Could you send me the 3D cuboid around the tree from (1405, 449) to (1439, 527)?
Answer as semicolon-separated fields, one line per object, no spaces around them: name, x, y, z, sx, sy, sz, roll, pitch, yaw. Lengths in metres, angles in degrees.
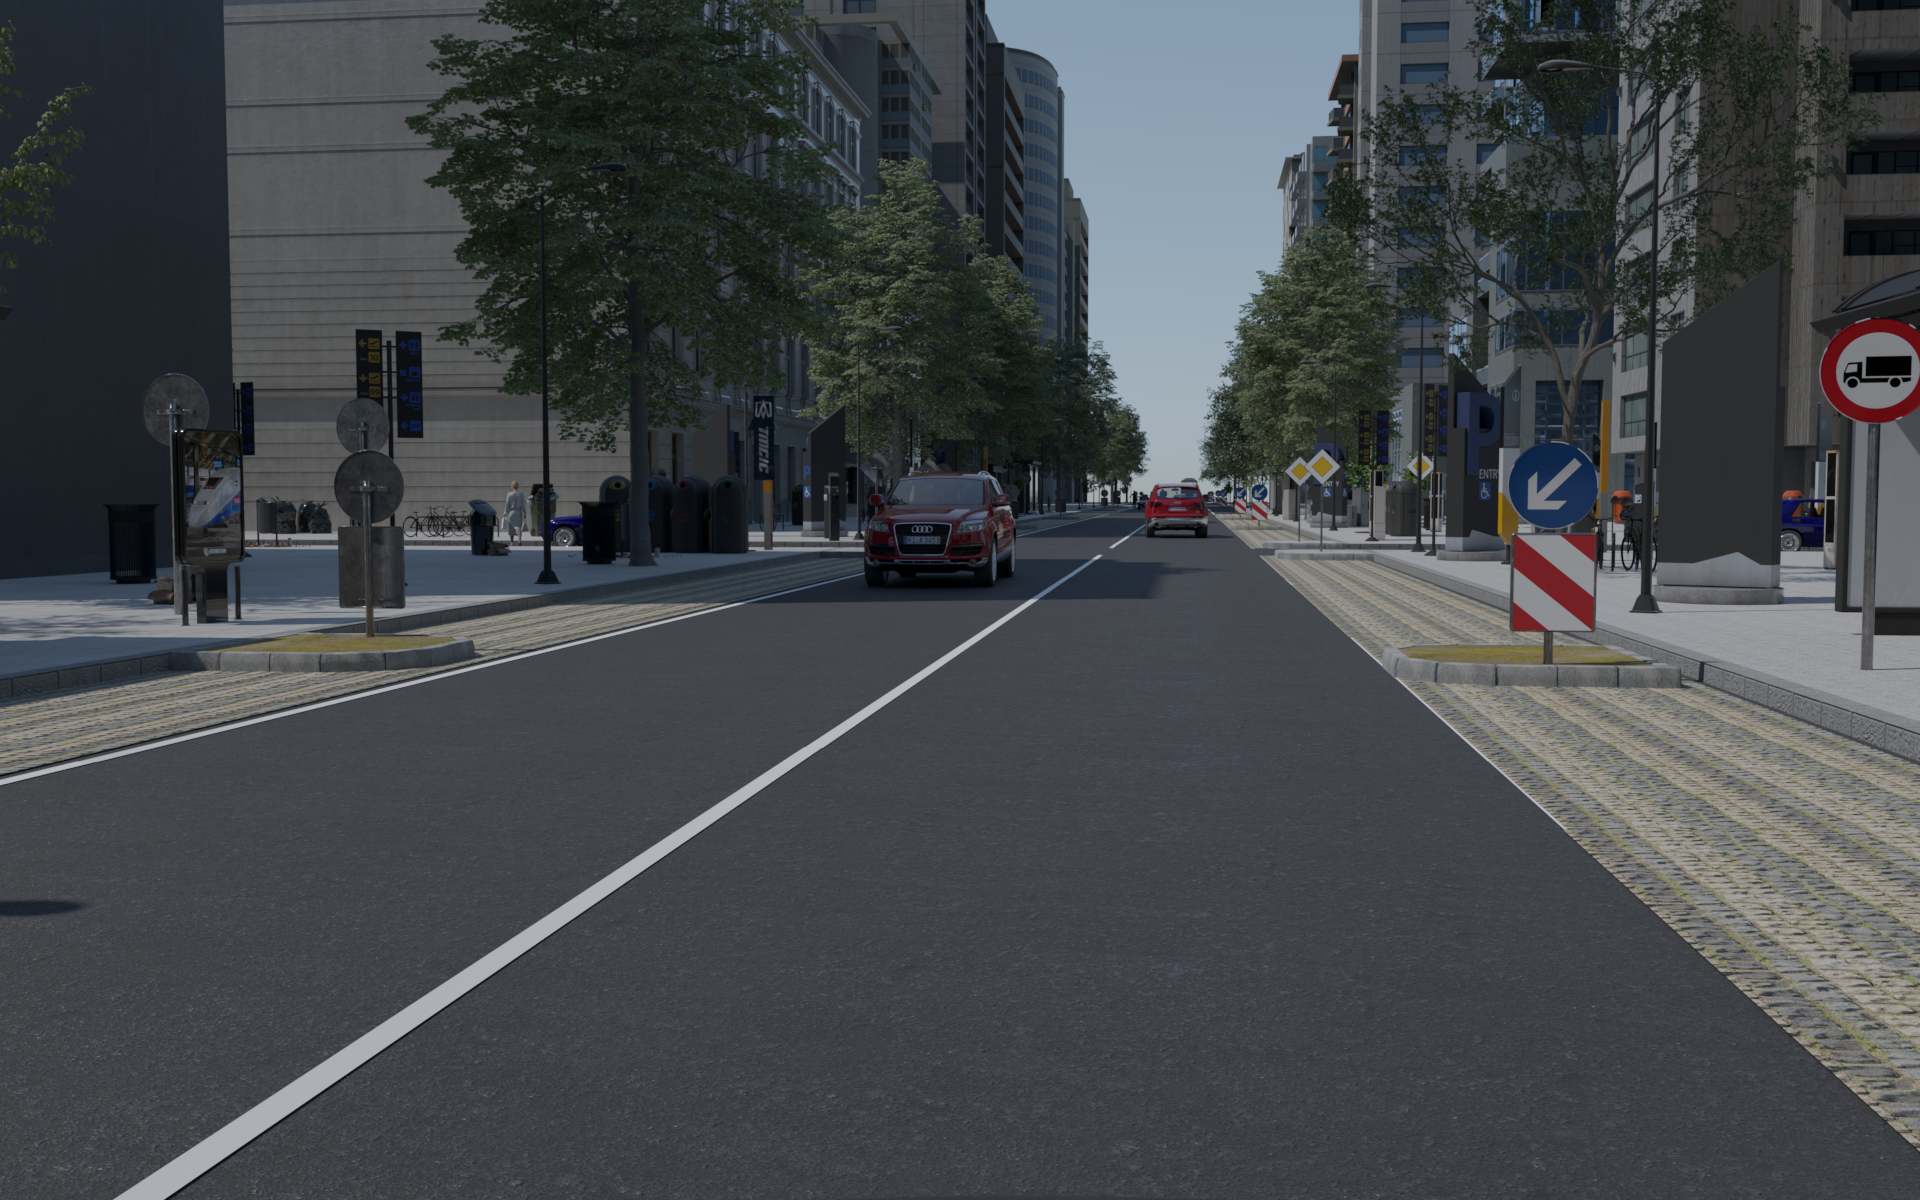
tree;17.836;-4.446;67.294;1.663;3.219;1.824;0;3;0

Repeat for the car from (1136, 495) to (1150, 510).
car;17.195;-8.957;159.025;1.945;1.354;3.894;0;4;7

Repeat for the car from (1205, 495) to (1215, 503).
car;38.875;-15.922;270.110;2.009;1.686;4.222;0;4;7

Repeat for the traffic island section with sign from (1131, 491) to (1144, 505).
traffic island section with sign;23.269;-13.467;228.810;1.989;1.847;2.006;0;4;8

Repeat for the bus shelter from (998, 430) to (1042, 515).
bus shelter;3.613;-7.953;107.662;2.179;5.291;8.768;0;4;7

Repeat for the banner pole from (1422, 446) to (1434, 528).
banner pole;17.659;-4.581;64.917;0.401;3.779;0.863;-1;4;-13

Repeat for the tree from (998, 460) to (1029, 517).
tree;3.029;-6.293;97.488;1.663;3.219;1.824;0;3;0

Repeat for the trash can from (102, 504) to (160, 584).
trash can;-11.875;-0.807;24.852;0.748;1.137;0.748;0;3;0

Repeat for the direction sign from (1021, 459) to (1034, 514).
direction sign;4.362;-7.364;112.404;0.876;3.537;0.379;-1;4;-19

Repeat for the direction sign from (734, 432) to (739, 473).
direction sign;-8.364;-4.360;63.288;0.876;3.537;0.379;3;5;41

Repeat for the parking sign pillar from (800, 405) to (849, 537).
parking sign pillar;-4.065;-3.879;51.890;1.447;3.967;1.447;-3;5;-41

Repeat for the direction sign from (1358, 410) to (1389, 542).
direction sign;11.181;-3.358;46.896;0.876;3.537;0.379;-1;4;-12

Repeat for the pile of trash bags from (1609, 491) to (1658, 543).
pile of trash bags;18.456;-2.231;46.226;1.912;1.369;3.447;-1;4;-13

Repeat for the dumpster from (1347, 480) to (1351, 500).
dumpster;17.206;-4.737;79.950;1.502;2.255;1.985;0;4;8

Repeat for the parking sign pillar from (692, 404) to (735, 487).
parking sign pillar;-7.460;-3.917;52.518;1.447;3.967;1.447;2;4;28

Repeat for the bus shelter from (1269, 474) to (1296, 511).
bus shelter;21.878;-7.558;117.497;2.014;3.302;5.546;0;4;8

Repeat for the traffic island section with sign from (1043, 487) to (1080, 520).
traffic island section with sign;5.697;-5.410;97.085;1.989;1.847;2.006;0;4;8

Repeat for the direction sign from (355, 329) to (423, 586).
direction sign;-7.897;-1.960;24.049;0.876;3.537;0.379;-2;4;-28

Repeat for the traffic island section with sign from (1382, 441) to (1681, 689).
traffic island section with sign;4.426;-0.312;13.733;1.989;1.847;2.006;0;4;8

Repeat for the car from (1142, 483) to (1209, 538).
car;7.262;-3.038;58.339;2.281;1.827;5.304;0;4;6

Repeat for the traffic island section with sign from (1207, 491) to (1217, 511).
traffic island section with sign;21.991;-8.363;145.358;1.989;1.847;2.006;0;4;8

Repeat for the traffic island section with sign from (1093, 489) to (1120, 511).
traffic island section with sign;12.290;-8.431;146.474;1.989;1.847;2.006;0;4;8

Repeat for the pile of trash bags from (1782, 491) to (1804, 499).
pile of trash bags;23.204;-2.252;46.566;3.447;1.369;1.912;-2;4;-34

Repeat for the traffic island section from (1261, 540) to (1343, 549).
traffic island section;9.117;-1.479;46.466;2.009;0.180;2.903;0;4;8

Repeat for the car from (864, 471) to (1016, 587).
car;-0.249;-1.216;28.553;2.281;1.827;5.304;0;4;7

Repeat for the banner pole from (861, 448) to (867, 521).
banner pole;-4.559;-5.661;82.580;0.401;3.779;0.863;1;4;14

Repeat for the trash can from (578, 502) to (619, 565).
trash can;-6.611;-1.227;31.722;0.748;1.137;0.748;0;3;0

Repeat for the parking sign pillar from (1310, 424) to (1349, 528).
parking sign pillar;14.078;-4.735;65.896;1.447;3.967;1.447;3;5;43

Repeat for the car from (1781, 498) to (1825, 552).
car;20.731;-1.738;41.003;3.894;1.354;1.945;1;4;8

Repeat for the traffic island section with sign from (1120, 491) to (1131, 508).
traffic island section with sign;15.853;-10.065;173.193;1.989;1.847;2.006;0;4;8

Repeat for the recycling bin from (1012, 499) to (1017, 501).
recycling bin;2.704;-5.072;95.482;0.722;1.027;0.722;-1;4;-13

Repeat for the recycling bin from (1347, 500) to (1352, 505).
recycling bin;17.425;-3.865;75.755;0.722;1.027;0.722;-1;4;-17

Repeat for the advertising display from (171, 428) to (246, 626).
advertising display;-7.461;-0.735;17.235;0.123;1.923;0.974;1;4;11

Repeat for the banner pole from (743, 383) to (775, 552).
banner pole;-4.544;-2.981;38.751;0.863;3.779;0.401;0;4;-2

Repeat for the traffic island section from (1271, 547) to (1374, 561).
traffic island section;8.061;-0.995;38.551;2.009;0.180;2.903;0;4;8

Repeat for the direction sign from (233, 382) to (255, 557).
direction sign;-14.633;-2.642;35.191;0.876;3.537;0.379;2;4;28

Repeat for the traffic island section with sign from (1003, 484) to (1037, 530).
traffic island section with sign;2.097;-3.763;70.148;1.989;1.847;2.006;0;4;8

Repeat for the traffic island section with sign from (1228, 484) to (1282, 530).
traffic island section with sign;11.827;-3.705;69.209;1.989;1.847;2.006;0;4;8

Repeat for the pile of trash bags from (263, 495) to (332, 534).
pile of trash bags;-22.179;-2.830;56.028;3.447;1.369;1.912;-2;4;-26

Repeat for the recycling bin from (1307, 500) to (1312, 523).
recycling bin;15.757;-3.905;76.395;0.722;1.027;0.722;2;4;34

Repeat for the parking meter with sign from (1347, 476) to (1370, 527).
parking meter with sign;15.691;-4.379;67.863;0.543;3.016;1.738;3;5;42

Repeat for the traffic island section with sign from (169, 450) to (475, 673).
traffic island section with sign;-5.289;-0.377;14.786;1.989;1.847;2.006;0;4;8

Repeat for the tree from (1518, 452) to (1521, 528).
tree;20.948;-4.367;66.000;1.663;3.219;1.824;0;3;0

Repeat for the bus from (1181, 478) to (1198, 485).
bus;35.050;-16.703;264.638;2.896;3.916;12.252;0;4;8

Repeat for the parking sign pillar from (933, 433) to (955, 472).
parking sign pillar;-0.599;-5.248;74.272;1.447;3.967;1.447;1;4;21

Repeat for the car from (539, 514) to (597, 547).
car;-8.893;-1.996;45.212;3.894;1.354;1.945;0;4;7

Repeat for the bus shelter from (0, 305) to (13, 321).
bus shelter;-9.405;-1.117;12.188;2.014;3.302;5.546;0;4;7

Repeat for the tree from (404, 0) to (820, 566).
tree;-5.620;-6.853;30.167;7.486;12.596;7.792;0;3;0

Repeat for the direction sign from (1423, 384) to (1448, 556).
direction sign;9.837;-2.684;35.878;0.876;3.537;0.379;-3;5;-44

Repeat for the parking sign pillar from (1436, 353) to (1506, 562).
parking sign pillar;9.987;-2.752;33.471;1.447;3.967;1.447;-3;4;-36

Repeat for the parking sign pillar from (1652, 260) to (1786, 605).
parking sign pillar;9.044;-1.963;20.571;1.447;3.967;1.447;3;4;39

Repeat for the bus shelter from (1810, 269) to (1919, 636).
bus shelter;8.450;-1.175;13.130;2.014;3.302;5.546;0;4;8

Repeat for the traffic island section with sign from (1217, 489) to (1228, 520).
traffic island section with sign;15.398;-5.339;95.928;1.989;1.847;2.006;0;4;8

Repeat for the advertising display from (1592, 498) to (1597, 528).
advertising display;21.735;-3.327;59.618;0.123;1.923;0.974;0;4;6

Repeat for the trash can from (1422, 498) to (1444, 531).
trash can;16.653;-3.021;61.045;0.748;1.137;0.748;0;3;0

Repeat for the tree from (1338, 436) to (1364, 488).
tree;20.803;-6.820;95.217;4.285;4.588;4.351;0;3;0

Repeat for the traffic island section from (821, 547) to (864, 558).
traffic island section;-1.942;-1.077;39.886;2.009;0.180;2.903;0;4;8
